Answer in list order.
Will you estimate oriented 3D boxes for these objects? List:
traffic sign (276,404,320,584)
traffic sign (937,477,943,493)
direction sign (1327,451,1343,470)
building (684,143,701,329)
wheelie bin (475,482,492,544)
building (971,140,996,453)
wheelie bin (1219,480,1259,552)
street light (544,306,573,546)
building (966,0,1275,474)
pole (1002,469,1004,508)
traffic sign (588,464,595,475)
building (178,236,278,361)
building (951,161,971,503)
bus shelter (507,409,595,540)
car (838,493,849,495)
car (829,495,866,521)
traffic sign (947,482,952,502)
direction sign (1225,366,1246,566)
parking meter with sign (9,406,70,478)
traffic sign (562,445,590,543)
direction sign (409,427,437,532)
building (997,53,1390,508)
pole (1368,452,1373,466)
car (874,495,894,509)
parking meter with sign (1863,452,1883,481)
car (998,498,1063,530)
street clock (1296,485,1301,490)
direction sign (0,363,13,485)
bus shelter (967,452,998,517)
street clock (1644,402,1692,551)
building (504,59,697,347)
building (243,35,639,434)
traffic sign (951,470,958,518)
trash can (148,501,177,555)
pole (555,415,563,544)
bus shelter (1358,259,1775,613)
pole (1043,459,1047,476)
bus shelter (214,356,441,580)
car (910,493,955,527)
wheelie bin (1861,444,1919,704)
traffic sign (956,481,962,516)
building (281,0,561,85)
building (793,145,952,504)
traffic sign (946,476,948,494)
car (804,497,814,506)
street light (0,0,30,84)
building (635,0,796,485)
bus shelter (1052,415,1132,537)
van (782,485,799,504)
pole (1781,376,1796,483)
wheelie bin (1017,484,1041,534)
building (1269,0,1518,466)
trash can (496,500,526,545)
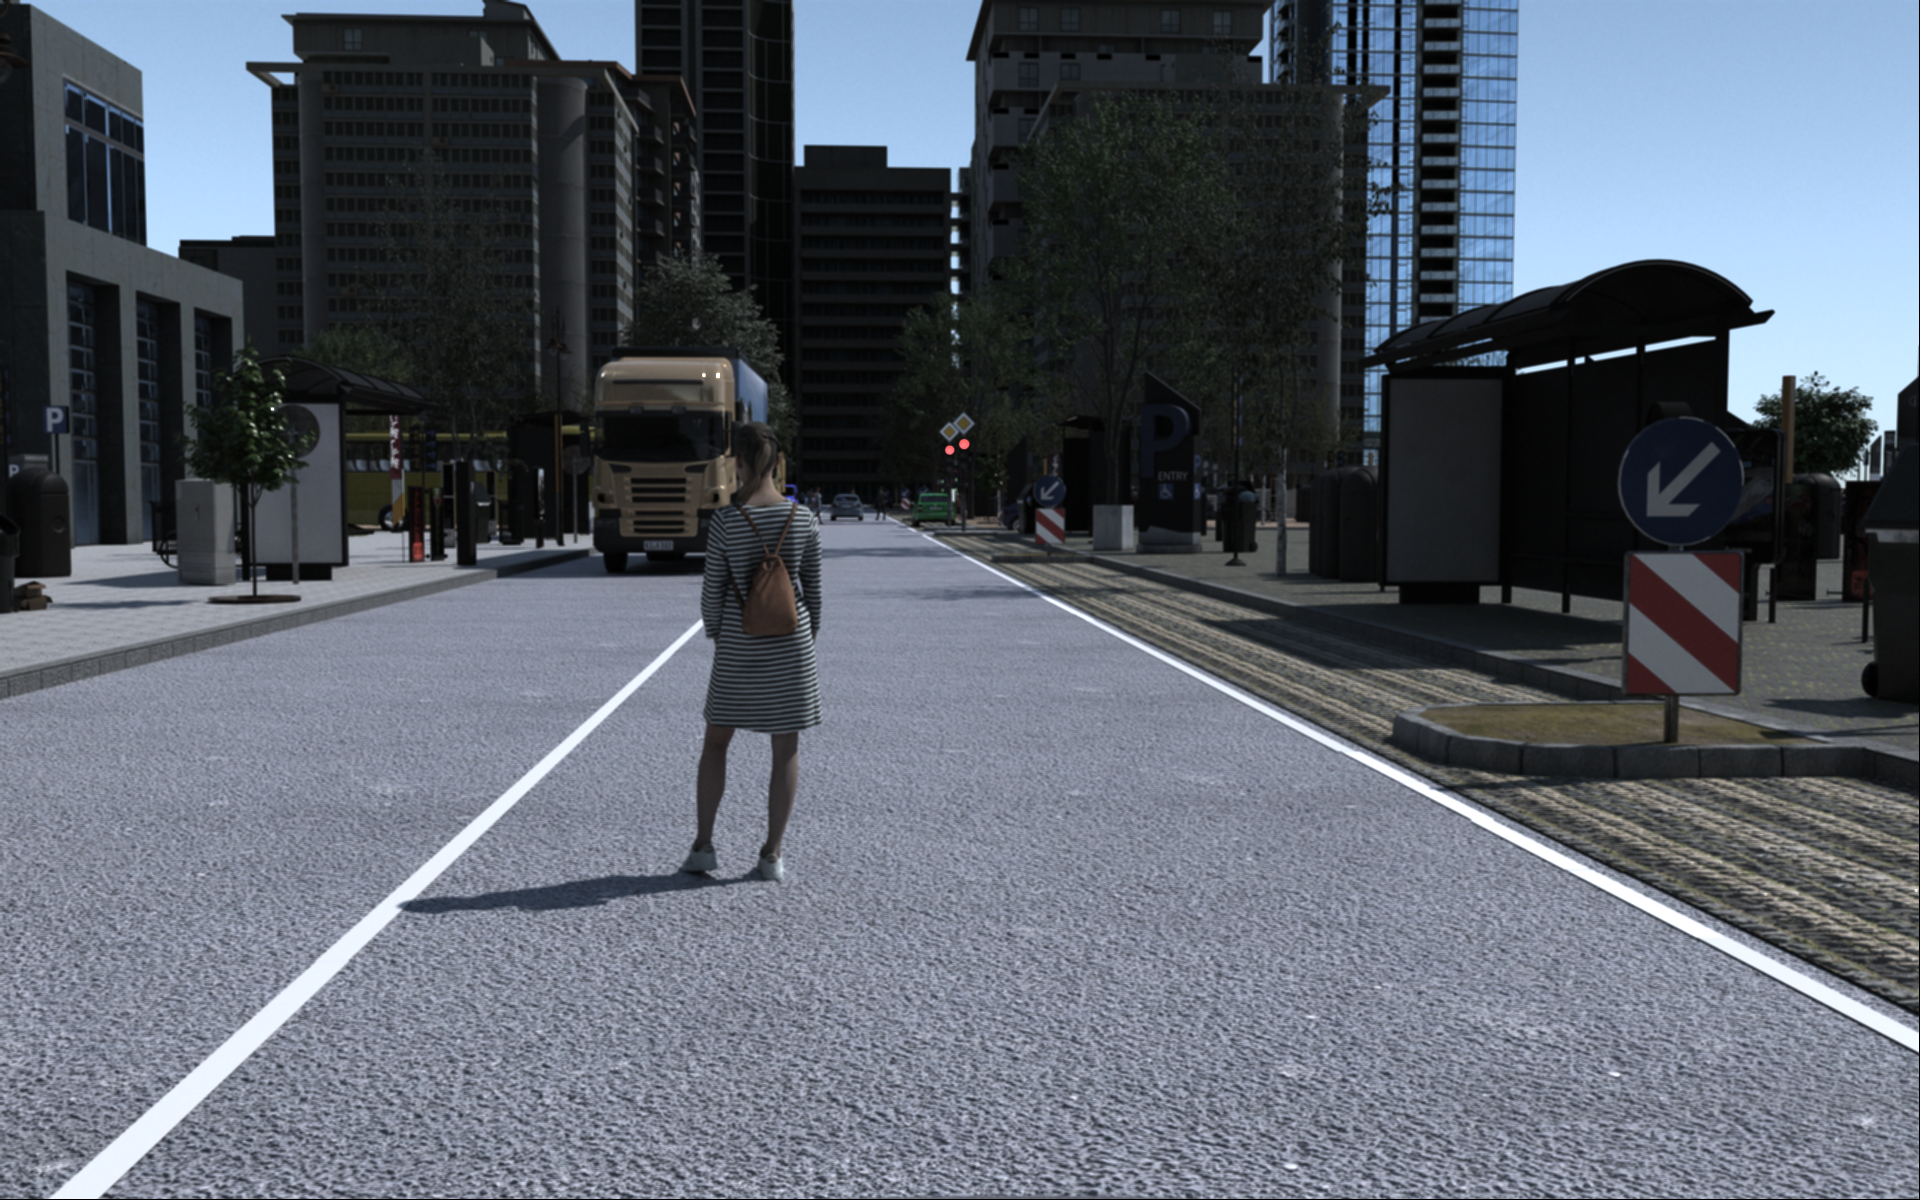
[{"bbox_3d":[-9.476,-1.500,24.638,0.768,2.556,0.104,0,4,2],"label":"traffic sign"},{"bbox_3d":[-1.304,-7.372,120.636,0.768,2.556,0.104,0,4,4],"label":"traffic sign"},{"bbox_3d":[19.667,-6.045,90.826,0.876,3.537,0.379,-1,4,-12],"label":"direction sign"},{"bbox_3d":[-37.401,-31.661,201.259,14.086,41.232,14.154,0,4,-4],"label":"building"},{"bbox_3d":[-12.641,-2.267,44.968,0.693,1.594,0.980,2,4,25],"label":"wheelie bin"},{"bbox_3d":[8.203,-31.771,203.054,14.154,41.232,14.086,0,4,-4],"label":"building"},{"bbox_3d":[6.171,-1.854,38.219,0.980,1.594,0.693,3,5,44],"label":"wheelie bin"},{"bbox_3d":[-9.859,-4.273,42.646,0.468,5.910,1.993,0,4,-4],"label":"street light"},{"bbox_3d":[15.923,-36.281,182.424,28.713,52.752,27.495,0,4,-4],"label":"building"},{"bbox_3d":[3.512,-9.066,142.067,0.158,3.312,0.155,0,3,0],"label":"pole"},{"bbox_3d":[-10.191,-3.025,49.468,0.884,2.594,0.081,0,4,6],"label":"traffic sign"},{"bbox_3d":[-79.539,-26.099,198.424,14.107,30.474,14.160,0,4,-4],"label":"building"},{"bbox_3d":[13.505,-38.350,246.630,30.456,49.044,23.786,0,4,-4],"label":"building"},{"bbox_3d":[-11.923,-3.662,51.153,1.731,3.624,6.357,0,4,-4],"label":"bus shelter"},{"bbox_3d":[-13.030,-11.253,193.581,1.945,1.707,3.694,0,4,-3],"label":"car"},{"bbox_3d":[-6.124,-5.009,93.894,2.014,1.417,4.499,0,4,-3],"label":"car"},{"bbox_3d":[-0.571,-7.226,118.155,0.884,2.594,0.081,0,4,-1],"label":"traffic sign"},{"bbox_3d":[4.949,-2.384,30.981,0.379,3.537,0.876,1,4,20],"label":"direction sign"},{"bbox_3d":[-18.066,-2.278,33.506,0.543,3.016,1.738,1,4,14],"label":"parking meter with sign"},{"bbox_3d":[-10.050,-2.758,45.207,0.768,2.556,0.104,0,4,-1],"label":"traffic sign"},{"bbox_3d":[-18.068,-4.057,58.321,0.876,3.537,0.379,-2,4,-28],"label":"direction sign"},{"bbox_3d":[19.592,-28.458,157.176,32.217,40.220,23.993,0,4,-4],"label":"building"},{"bbox_3d":[19.986,-5.538,84.383,0.158,3.312,0.155,0,3,0],"label":"pole"},{"bbox_3d":[-7.242,-9.297,164.589,1.945,1.354,3.894,0,4,-2],"label":"car"},{"bbox_3d":[38.459,-4.623,71.846,1.738,3.016,0.543,1,4,15],"label":"parking meter with sign"},{"bbox_3d":[3.355,-3.045,62.373,3.894,1.354,1.945,0,4,-3],"label":"car"},{"bbox_3d":[25.808,-7.791,131.956,0.471,2.002,0.358,1,4,13],"label":"street clock"},{"bbox_3d":[-16.665,-2.341,30.274,0.379,3.537,0.876,-3,5,-40],"label":"direction sign"},{"bbox_3d":[1.095,-6.568,98.669,1.731,3.624,6.357,0,4,-4],"label":"bus shelter"},{"bbox_3d":[5.579,-0.558,13.687,0.358,2.002,0.471,0,4,3],"label":"street clock"},{"bbox_3d":[-38.707,-32.002,177.860,22.147,44.769,28.867,0,4,-4],"label":"building"},{"bbox_3d":[-41.734,-28.102,151.354,32.217,40.220,23.993,0,4,-4],"label":"building"},{"bbox_3d":[-0.245,-5.706,93.393,0.768,2.556,0.104,0,4,3],"label":"traffic sign"},{"bbox_3d":[-16.787,-1.531,36.693,0.748,1.137,0.748,0,3,0],"label":"trash can"},{"bbox_3d":[-10.303,-3.099,44.512,0.158,3.312,0.155,0,3,0],"label":"pole"},{"bbox_3d":[5.858,-1.456,17.733,2.014,3.302,5.546,0,4,-4],"label":"bus shelter"},{"bbox_3d":[4.850,-6.449,99.290,0.158,3.312,0.155,0,3,0],"label":"pole"},{"bbox_3d":[-10.088,-2.096,28.187,2.014,3.302,5.546,0,4,-4],"label":"bus shelter"},{"bbox_3d":[-1.193,-4.121,76.177,1.959,1.807,4.718,0,4,-4],"label":"car"},{"bbox_3d":[6.047,-0.171,10.697,0.693,1.594,0.980,-1,4,-21],"label":"wheelie bin"},{"bbox_3d":[-0.225,-6.300,103.109,0.768,2.556,0.104,0,4,1],"label":"traffic sign"},{"bbox_3d":[-58.321,-36.884,192.288,27.495,52.752,28.713,0,4,-4],"label":"building"},{"bbox_3d":[-12.422,-37.931,243.877,21.600,48.544,21.300,0,4,-4],"label":"building"},{"bbox_3d":[-0.925,-7.402,121.021,0.884,2.594,0.081,0,4,-1],"label":"traffic sign"},{"bbox_3d":[-17.913,-12.188,208.870,1.945,1.707,3.694,0,4,-4],"label":"car"},{"bbox_3d":[-7.805,-2.493,13.541,0.468,5.910,1.993,0,4,-4],"label":"street light"},{"bbox_3d":[-33.374,-49.050,240.218,20.611,71.187,20.563,0,4,-4],"label":"building"},{"bbox_3d":[4.115,-3.862,54.423,1.731,3.624,6.357,0,4,-4],"label":"bus shelter"},{"bbox_3d":[-11.337,-6.483,110.386,2.240,2.365,5.245,0,4,-3],"label":"van"},{"bbox_3d":[14.290,-2.208,29.946,0.158,3.312,0.155,0,3,0],"label":"pole"},{"bbox_3d":[2.262,-2.975,56.549,0.693,1.594,0.980,-1,4,-19],"label":"wheelie bin"},{"bbox_3d":[50.444,-54.370,201.613,31.000,86.520,22.319,0,4,-4],"label":"building"},{"bbox_3d":[-11.295,-1.954,43.594,0.748,1.137,0.748,0,3,0],"label":"trash can"}]
